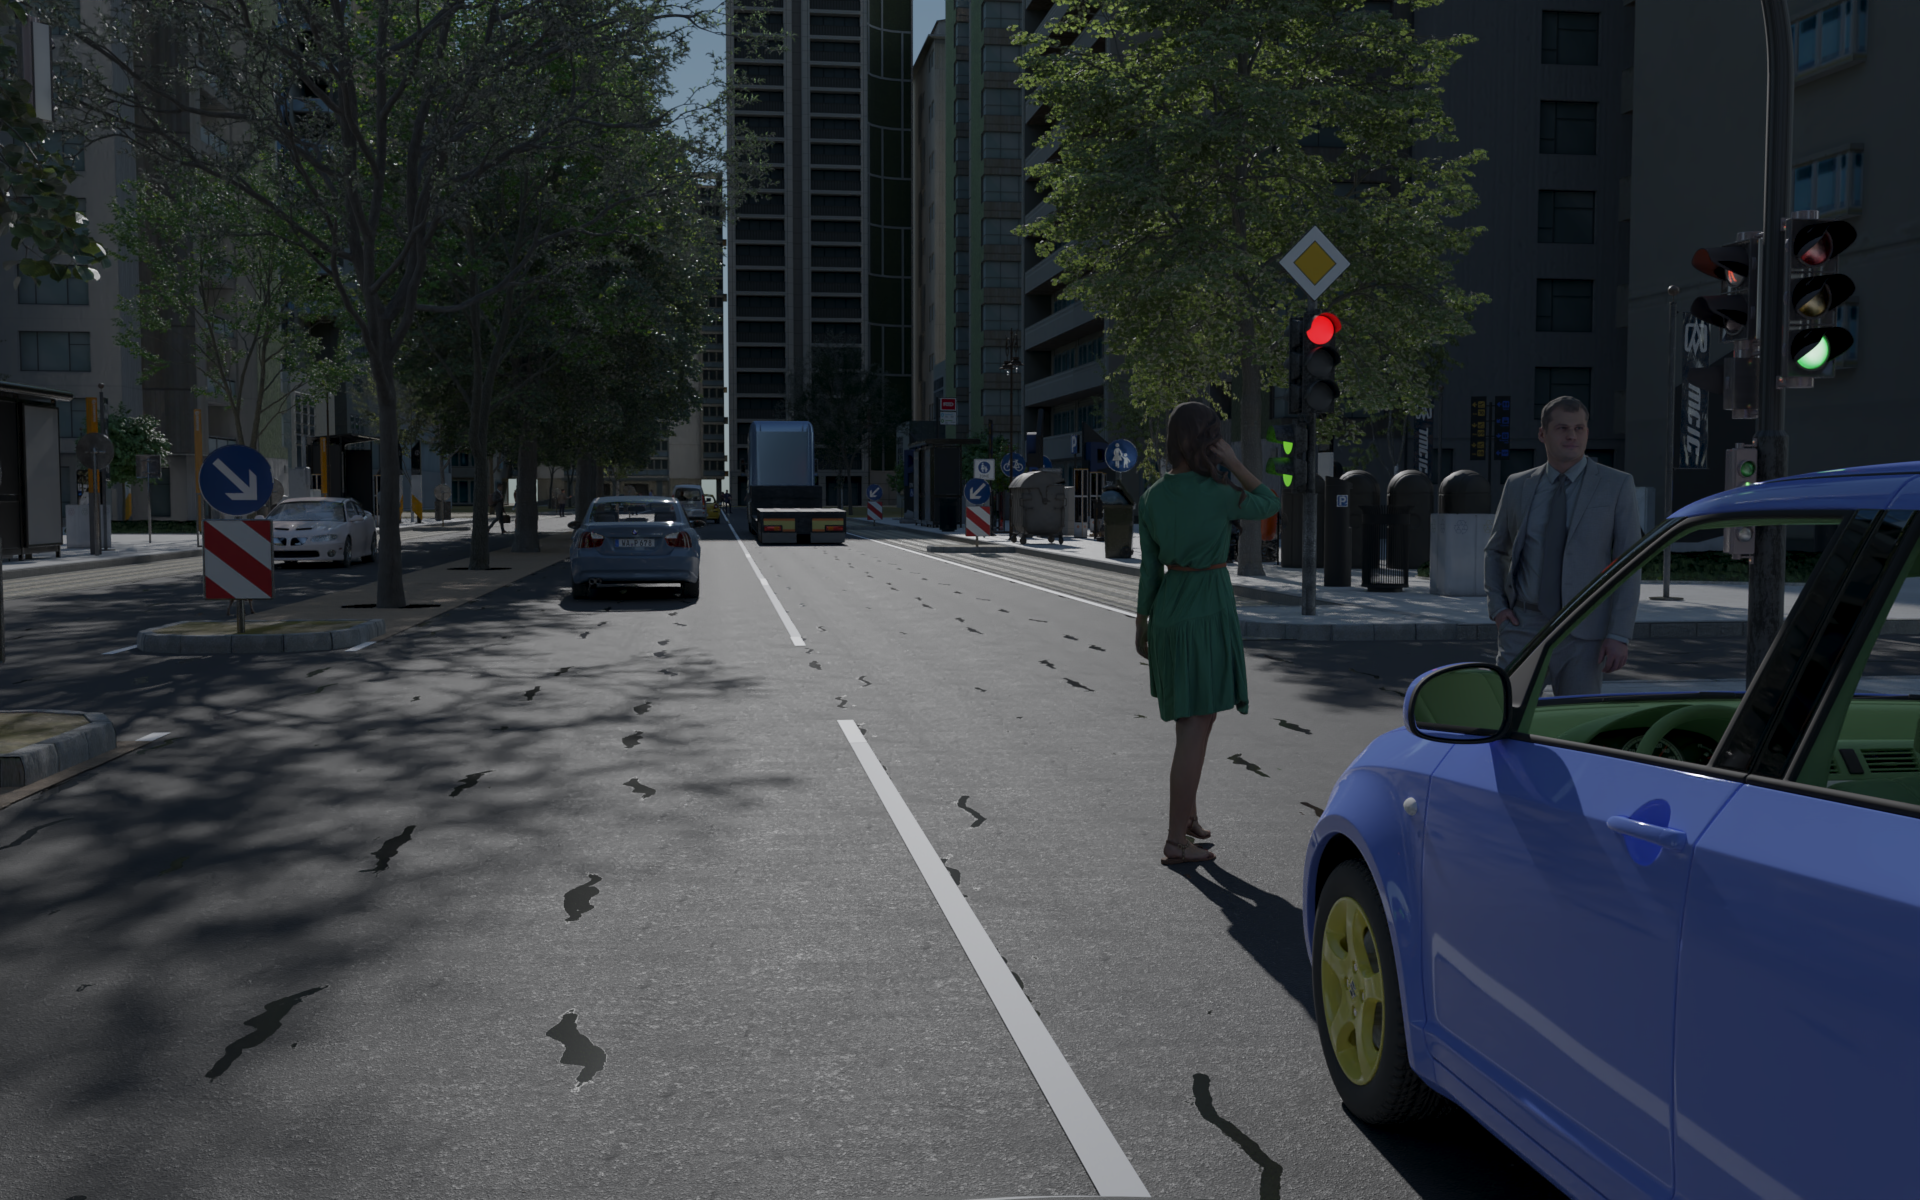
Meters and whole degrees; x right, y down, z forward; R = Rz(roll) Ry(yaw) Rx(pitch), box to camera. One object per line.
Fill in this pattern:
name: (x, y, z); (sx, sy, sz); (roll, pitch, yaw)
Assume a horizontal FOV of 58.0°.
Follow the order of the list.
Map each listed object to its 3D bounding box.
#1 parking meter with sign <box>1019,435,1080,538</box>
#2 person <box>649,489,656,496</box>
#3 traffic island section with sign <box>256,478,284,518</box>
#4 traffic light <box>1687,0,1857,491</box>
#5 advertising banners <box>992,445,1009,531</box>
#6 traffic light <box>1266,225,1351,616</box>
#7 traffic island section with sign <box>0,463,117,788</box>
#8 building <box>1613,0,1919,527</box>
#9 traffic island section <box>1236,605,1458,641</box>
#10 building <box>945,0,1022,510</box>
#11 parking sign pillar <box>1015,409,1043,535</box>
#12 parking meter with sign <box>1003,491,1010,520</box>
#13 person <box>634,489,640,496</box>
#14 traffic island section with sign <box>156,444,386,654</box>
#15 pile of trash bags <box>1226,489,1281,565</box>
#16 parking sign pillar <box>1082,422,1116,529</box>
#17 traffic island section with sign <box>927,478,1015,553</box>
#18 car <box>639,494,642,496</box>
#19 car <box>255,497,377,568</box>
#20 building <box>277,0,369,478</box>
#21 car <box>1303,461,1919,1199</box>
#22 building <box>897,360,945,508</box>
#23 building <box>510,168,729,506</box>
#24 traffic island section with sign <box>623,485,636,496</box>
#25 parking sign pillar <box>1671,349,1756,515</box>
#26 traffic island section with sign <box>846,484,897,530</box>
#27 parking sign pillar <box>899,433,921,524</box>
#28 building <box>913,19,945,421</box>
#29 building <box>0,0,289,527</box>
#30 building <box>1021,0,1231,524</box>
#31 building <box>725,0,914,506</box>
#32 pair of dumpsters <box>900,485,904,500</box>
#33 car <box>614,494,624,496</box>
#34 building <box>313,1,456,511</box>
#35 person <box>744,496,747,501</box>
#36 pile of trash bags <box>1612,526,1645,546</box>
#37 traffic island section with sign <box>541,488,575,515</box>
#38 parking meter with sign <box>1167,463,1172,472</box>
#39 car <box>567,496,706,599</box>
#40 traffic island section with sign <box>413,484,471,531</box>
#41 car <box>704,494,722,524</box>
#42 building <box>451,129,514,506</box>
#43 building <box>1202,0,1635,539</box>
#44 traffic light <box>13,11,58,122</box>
parking meter with sign: (2.611, -3.347, 50.988); (1.738, 3.016, 0.543); (-1, 4, -16)
person: (-27.474, -8.955, 154.777); (0.599, 1.838, 0.709); (-1, 4, -10)
traffic island section with sign: (-16.346, -1.970, 40.843); (1.989, 1.847, 2.006); (-1, 4, -8)
traffic light: (2.751, -2.155, 9.901); (4.771, 5.953, 1.251); (-1, 4, -8)
advertising banners: (1.427, -3.955, 60.858); (0.090, 3.025, 2.074); (1, 4, 19)
traffic light: (3.677, -1.793, 18.242); (0.839, 4.253, 0.868); (-1, 4, -8)
traffic island section with sign: (-5.676, -0.065, 9.196); (2.006, 1.907, 1.989); (-1, 4, -8)
building: (27.625, -25.408, 39.123); (21.600, 48.544, 21.300); (-1, 4, -8)
traffic island section: (3.718, 0.240, 18.362); (2.009, 0.180, 2.903); (-1, 4, -8)
building: (5.707, -26.932, 123.938); (14.154, 41.232, 14.086); (-1, 4, -8)
parking sign pillar: (2.363, -4.025, 54.281); (1.447, 3.967, 1.447); (0, 4, 6)
parking meter with sign: (2.223, -5.395, 84.469); (1.738, 3.016, 0.543); (0, 4, 0)
person: (-21.980, -6.633, 117.043); (1.348, 1.812, 0.705); (0, 4, -6)
traffic island section with sign: (-6.718, -0.513, 16.530); (2.006, 1.907, 1.989); (-1, 4, -8)
pile of trash bags: (5.185, -1.393, 32.526); (1.912, 1.369, 3.447); (-1, 4, -13)
parking sign pillar: (5.203, -4.674, 64.887); (1.447, 3.967, 1.447); (-2, 4, -33)
traffic island section with sign: (0.212, -2.086, 42.733); (1.989, 1.847, 2.006); (-1, 4, -8)
car: (-29.360, -8.997, 156.138); (2.155, 1.783, 4.494); (0, 4, -7)
car: (-13.047, -1.388, 35.063); (2.083, 1.381, 4.827); (-1, 4, -9)
building: (-47.705, -48.194, 100.642); (22.319, 86.520, 31.000); (-1, 4, -8)
car: (1.840, 0.406, 2.959); (1.945, 1.707, 3.694); (0, 4, -7)
building: (7.305, -50.974, 146.100); (22.319, 86.520, 31.000); (-1, 4, -8)
building: (-38.551, -30.882, 196.798); (23.993, 40.220, 32.217); (-1, 4, -8)
traffic island section with sign: (-17.386, -5.063, 90.910); (2.006, 1.907, 1.989); (-1, 4, -8)
parking sign pillar: (12.832, -2.514, 29.578); (1.447, 3.967, 1.447); (1, 4, 11)
traffic island section with sign: (-3.602, -3.718, 69.418); (1.989, 1.847, 2.006); (-1, 4, -8)
parking sign pillar: (-1.924, -5.315, 75.380); (1.447, 3.967, 1.447); (-2, 4, -33)
building: (8.221, -37.400, 200.723); (27.495, 52.752, 28.713); (-1, 4, -8)
building: (-37.171, -23.729, 71.561); (14.154, 41.232, 14.086); (-1, 4, -8)
building: (15.357, -28.170, 84.281); (21.300, 48.544, 21.600); (-1, 4, -8)
building: (-15.563, -46.140, 192.642); (20.611, 71.187, 20.563); (-1, 4, -8)
pair of dumpsters: (-1.836, -4.896, 82.535); (1.574, 2.255, 4.437); (0, 4, -8)
car: (-25.591, -7.427, 131.221); (2.009, 1.686, 4.222); (-1, 4, -9)
building: (-55.562, -33.635, 139.166); (27.495, 52.752, 28.713); (-1, 4, -8)
person: (-15.397, -7.253, 127.802); (1.217, 1.743, 0.721); (-3, 4, -37)
pile of trash bags: (14.310, -1.680, 37.224); (3.447, 1.369, 1.912); (1, 4, 12)
traffic island section with sign: (-27.310, -6.650, 117.361); (1.989, 1.847, 2.006); (-1, 4, -8)
parking meter with sign: (5.355, -2.851, 42.879); (0.543, 3.016, 1.738); (0, 4, -5)
car: (-4.666, -0.796, 25.017); (2.014, 1.417, 4.499); (-1, 4, -10)
traffic island section with sign: (-20.170, -3.602, 67.527); (1.989, 1.847, 2.006); (-1, 4, -8)
car: (-12.644, -4.561, 84.792); (2.015, 1.641, 3.980); (-1, 4, -9)
building: (-60.218, -34.455, 187.037); (21.600, 48.544, 21.300); (-1, 4, -8)
building: (15.033, -17.380, 55.865); (14.160, 30.474, 14.107); (-1, 4, -8)
traffic light: (-11.004, -2.538, 16.166); (4.771, 5.953, 1.251); (-1, 4, -8)
